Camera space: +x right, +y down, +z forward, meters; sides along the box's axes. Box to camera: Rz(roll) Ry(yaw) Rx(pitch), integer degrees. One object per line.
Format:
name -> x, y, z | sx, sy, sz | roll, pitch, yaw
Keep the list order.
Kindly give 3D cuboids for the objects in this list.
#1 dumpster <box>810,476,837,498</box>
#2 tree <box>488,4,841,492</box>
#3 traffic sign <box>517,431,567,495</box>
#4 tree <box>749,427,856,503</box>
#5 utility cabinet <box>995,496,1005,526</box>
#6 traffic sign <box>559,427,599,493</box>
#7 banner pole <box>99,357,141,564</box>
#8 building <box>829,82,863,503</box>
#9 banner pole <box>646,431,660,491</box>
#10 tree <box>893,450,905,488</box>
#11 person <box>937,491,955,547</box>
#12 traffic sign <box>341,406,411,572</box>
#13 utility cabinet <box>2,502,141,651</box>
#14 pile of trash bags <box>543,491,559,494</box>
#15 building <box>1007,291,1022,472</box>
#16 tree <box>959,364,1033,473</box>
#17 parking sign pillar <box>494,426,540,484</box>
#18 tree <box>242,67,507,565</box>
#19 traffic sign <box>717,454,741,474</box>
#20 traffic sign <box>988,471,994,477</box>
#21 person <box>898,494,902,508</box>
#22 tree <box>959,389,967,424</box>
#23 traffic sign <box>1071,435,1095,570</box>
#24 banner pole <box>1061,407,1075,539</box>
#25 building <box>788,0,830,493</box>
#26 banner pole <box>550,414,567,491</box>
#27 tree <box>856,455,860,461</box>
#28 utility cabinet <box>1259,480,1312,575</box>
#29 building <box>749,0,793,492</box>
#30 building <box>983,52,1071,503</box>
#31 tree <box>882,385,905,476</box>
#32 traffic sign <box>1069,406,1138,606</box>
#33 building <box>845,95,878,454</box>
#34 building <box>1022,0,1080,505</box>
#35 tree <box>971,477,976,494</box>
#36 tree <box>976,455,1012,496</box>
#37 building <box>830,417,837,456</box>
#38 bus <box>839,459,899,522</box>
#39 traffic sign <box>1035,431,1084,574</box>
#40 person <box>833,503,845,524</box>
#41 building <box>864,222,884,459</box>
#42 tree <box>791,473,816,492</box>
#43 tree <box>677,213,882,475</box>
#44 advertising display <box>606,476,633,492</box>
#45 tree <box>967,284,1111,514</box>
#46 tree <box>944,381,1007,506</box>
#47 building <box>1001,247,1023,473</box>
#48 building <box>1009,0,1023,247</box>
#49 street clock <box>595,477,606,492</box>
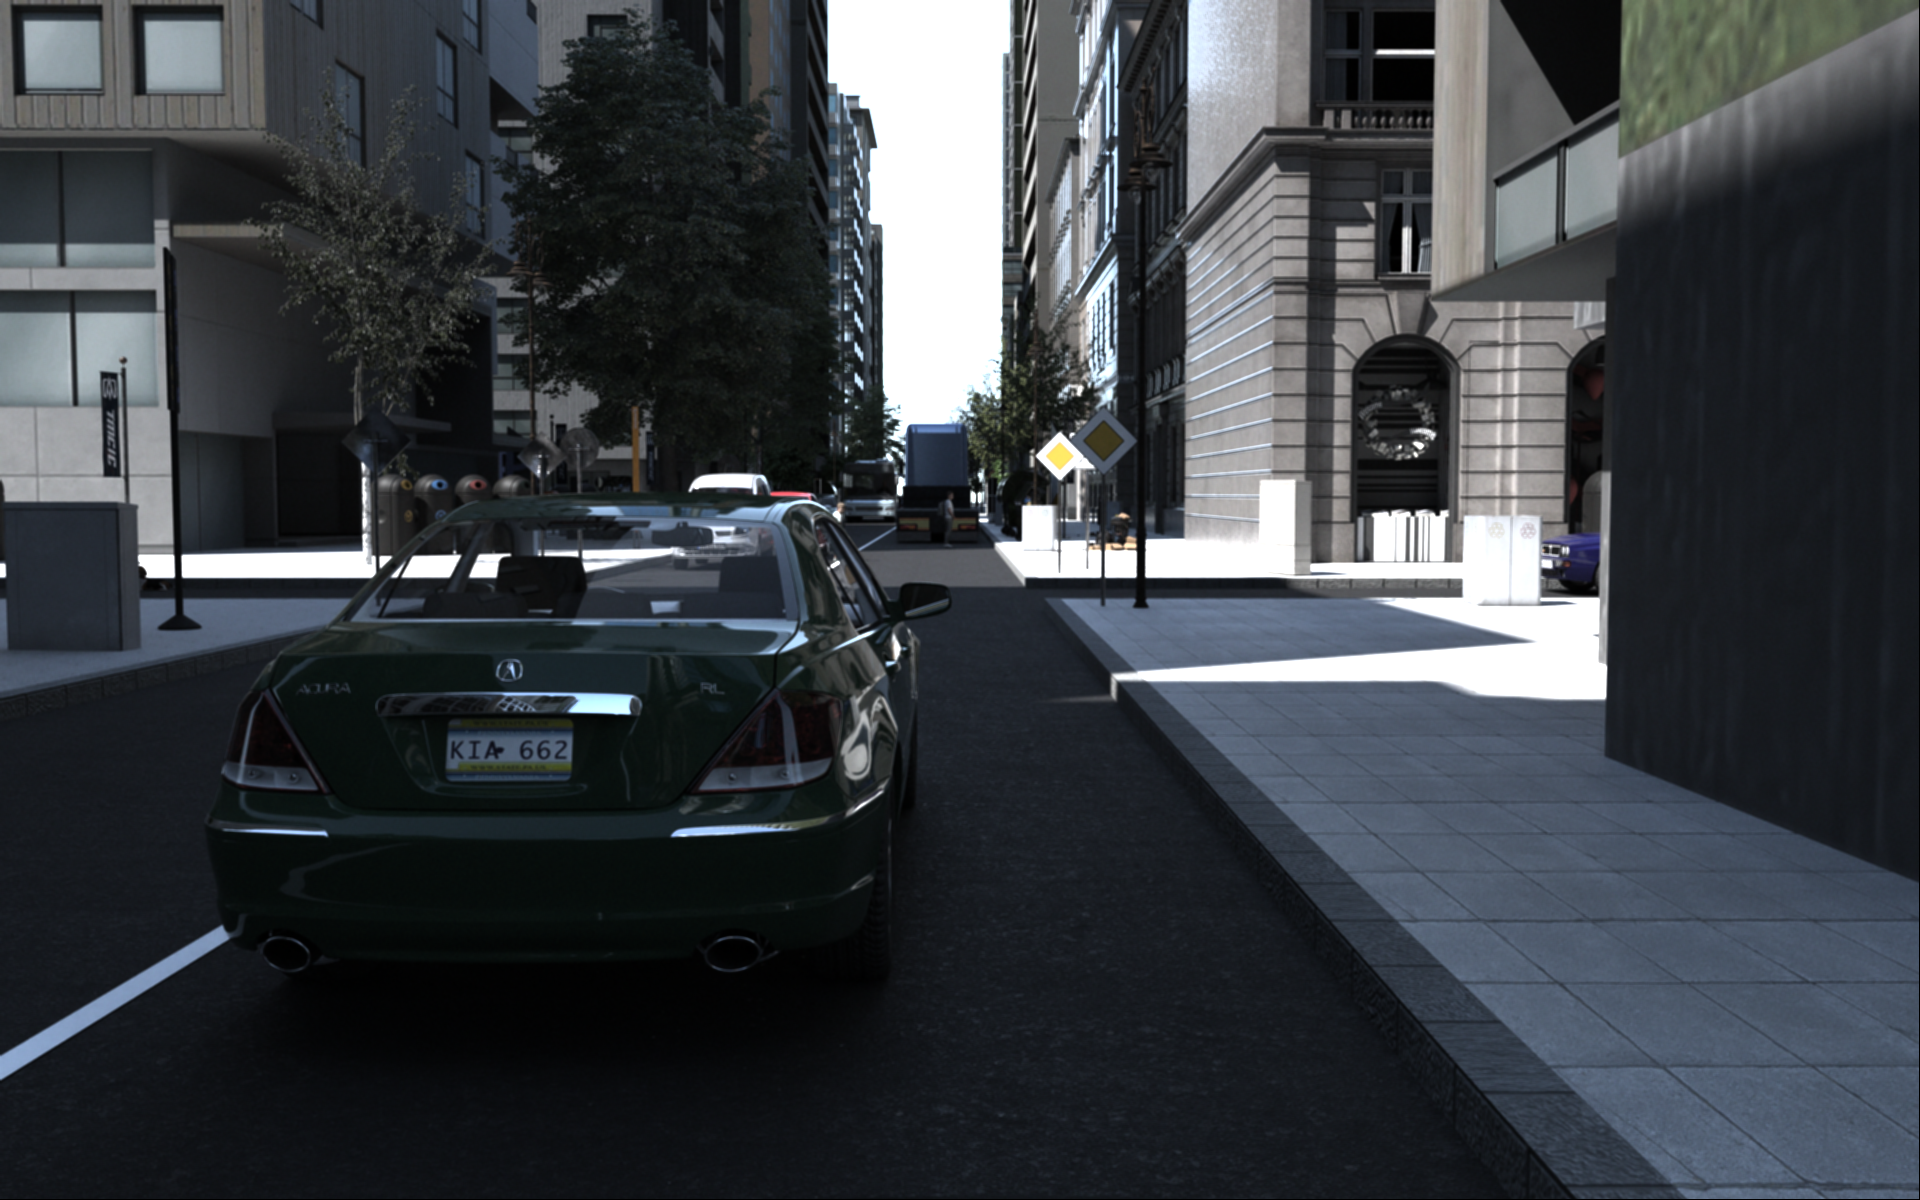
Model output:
dumpster -> -7.504, -5.616, 94.318 | 1.502, 2.255, 1.985 | 0, 4, 0
tree -> -7.754, -8.519, 45.935 | 9.857, 13.997, 8.962 | 0, 3, 0
traffic sign -> -6.698, -1.475, 27.763 | 0.795, 2.450, 0.064 | 0, 4, 0
tree -> -7.875, -5.775, 78.129 | 4.285, 4.588, 4.351 | 0, 3, 0
utility cabinet -> 1.940, -3.607, 70.142 | 1.020, 1.237, 0.306 | 1, 4, 18
traffic sign -> -7.278, -2.020, 33.129 | 0.768, 2.556, 0.104 | 0, 4, 1
banner pole -> -15.298, -2.535, 31.457 | 0.401, 3.779, 0.863 | 1, 4, 11
building -> -23.034, -35.754, 204.183 | 23.786, 49.044, 30.456 | 0, 4, 0
banner pole -> -10.774, -4.340, 60.980 | 0.401, 3.779, 0.863 | 2, 4, 32
tree -> -8.251, -18.791, 257.598 | 4.737, 8.622, 4.395 | 0, 3, 0
person -> -0.322, -2.189, 46.892 | 0.503, 1.515, 0.523 | 3, 5, 42
traffic sign -> -6.658, -0.987, 19.778 | 0.795, 2.450, 0.064 | 0, 4, 0
utility cabinet -> -7.328, -0.193, 14.311 | 1.020, 1.237, 0.306 | 0, 4, 7
pile of trash bags -> -10.765, -2.452, 49.844 | 3.447, 1.369, 1.912 | 2, 4, 32
building -> 18.679, -19.373, 161.788 | 27.650, 21.520, 28.899 | 0, 4, 0
tree -> 2.065, -9.062, 98.524 | 4.360, 8.622, 3.978 | 0, 3, 0
parking sign pillar -> -17.367, -4.911, 68.764 | 1.447, 3.967, 1.447 | 1, 4, 9
tree -> -10.422, -4.929, 30.958 | 4.360, 8.622, 3.978 | 0, 3, 0
traffic sign -> -7.420, -3.392, 55.573 | 0.768, 2.556, 0.104 | 0, 4, 3
traffic sign -> 1.890, -5.709, 93.450 | 0.768, 2.556, 0.104 | 1, 4, 9
person -> -5.508, -8.863, 156.597 | 0.628, 1.438, 0.799 | -1, 4, -22
tree -> 2.391, -7.870, 79.035 | 4.737, 8.622, 4.395 | 0, 3, 0
traffic sign -> 2.157, -1.661, 29.281 | 0.606, 2.300, 0.079 | 0, 4, 4
banner pole -> 3.119, -3.671, 50.043 | 0.401, 3.779, 0.863 | 2, 4, 30
building -> -21.082, -30.856, 128.204 | 21.300, 48.544, 21.600 | 0, 4, 0
banner pole -> -12.636, -3.940, 54.433 | 0.863, 3.779, 0.401 | 2, 4, 32
tree -> -8.031, -8.159, 117.107 | 4.285, 4.588, 4.351 | 0, 3, 0
utility cabinet -> 5.173, -1.151, 27.506 | 0.318, 1.500, 1.173 | -1, 4, -18
building -> -18.278, -28.134, 110.106 | 14.600, 45.320, 14.200 | 0, 4, 0
building -> 14.764, -57.046, 245.376 | 22.319, 86.520, 31.000 | 0, 4, 0
tree -> -8.776, -15.916, 178.355 | 7.486, 12.596, 7.792 | 0, 3, 0
traffic sign -> 1.636, -0.988, 19.799 | 0.795, 2.450, 0.064 | 0, 4, 0
building -> -25.789, -39.380, 233.103 | 28.713, 52.752, 27.495 | 0, 4, 0
building -> 15.247, -30.059, 115.171 | 21.300, 48.544, 21.600 | 0, 4, 0
tree -> 1.307, -9.194, 144.928 | 1.663, 3.219, 1.824 | 0, 3, 0
tree -> 1.950, -5.488, 84.333 | 1.663, 3.219, 1.824 | 0, 3, 0
building -> -21.885, -51.420, 153.384 | 22.319, 86.520, 31.000 | 0, 4, 0
bus -> -4.607, -5.854, 90.573 | 2.948, 3.499, 13.247 | 0, 4, -2
traffic sign -> 1.596, -1.477, 27.784 | 0.795, 2.450, 0.064 | 0, 4, 0
person -> -2.611, -1.457, 37.002 | 0.352, 1.250, 0.332 | 0, 4, 7
building -> -18.462, -34.918, 254.504 | 14.154, 41.232, 14.086 | 0, 4, 0
tree -> -7.853, -5.596, 86.098 | 1.663, 3.219, 1.824 | 0, 3, 0
tree -> -7.727, -9.271, 69.711 | 7.486, 12.596, 7.792 | 0, 3, 0
advertising display -> -11.987, -3.411, 60.981 | 0.974, 1.923, 0.123 | 1, 4, 15
tree -> 3.172, -6.807, 61.654 | 4.737, 8.622, 4.395 | 0, 3, 0
tree -> 1.721, -16.940, 187.344 | 12.009, 13.543, 11.850 | 0, 3, 0
building -> 11.832, -26.397, 203.285 | 14.160, 30.474, 14.107 | 0, 4, 0
building -> 14.525, -47.819, 220.085 | 20.563, 71.187, 20.611 | 0, 4, 0
street clock -> -14.965, -4.137, 72.202 | 0.471, 2.002, 0.358 | 3, 4, 36
